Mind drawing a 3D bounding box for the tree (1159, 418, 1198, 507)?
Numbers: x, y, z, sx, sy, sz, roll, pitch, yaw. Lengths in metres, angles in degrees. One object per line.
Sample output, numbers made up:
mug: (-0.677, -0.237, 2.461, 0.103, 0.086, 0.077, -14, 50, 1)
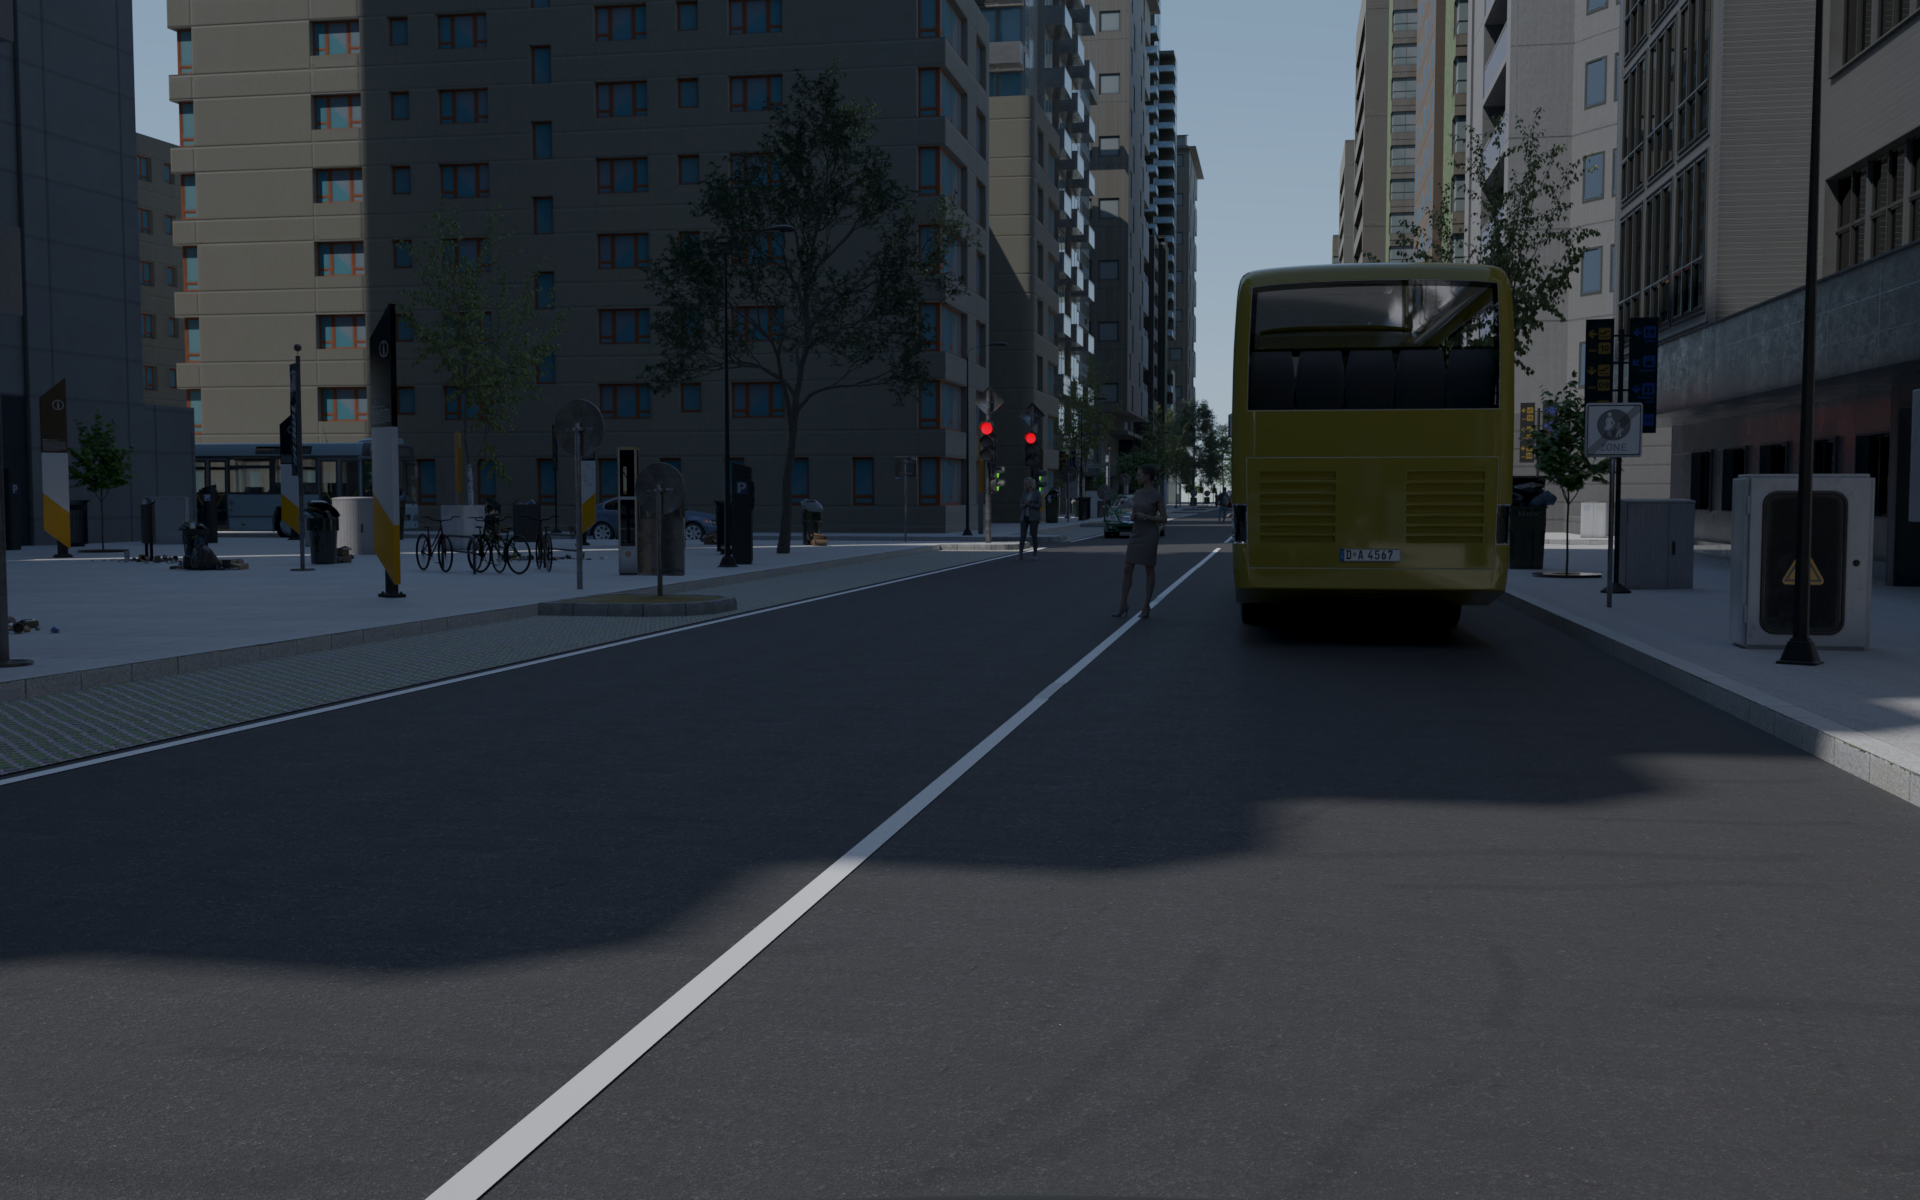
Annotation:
tree: (21.256, -13.265, 167.248, 4.360, 8.622, 3.978, 0, 3, 0)

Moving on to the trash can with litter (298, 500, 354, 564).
trash can with litter: (-11.677, -1.259, 31.974, 0.624, 1.170, 1.055, 1, 4, 9)

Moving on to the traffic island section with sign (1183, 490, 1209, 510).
traffic island section with sign: (20.486, -8.727, 151.315, 1.989, 1.847, 2.006, 1, 4, 11)

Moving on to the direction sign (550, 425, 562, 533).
direction sign: (-13.319, -3.978, 57.035, 0.379, 3.537, 0.876, 0, 4, -4)

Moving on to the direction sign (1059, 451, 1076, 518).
direction sign: (5.693, -6.099, 91.710, 0.876, 3.537, 0.379, 0, 4, -4)

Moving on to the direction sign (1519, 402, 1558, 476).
direction sign: (14.287, -3.109, 42.836, 0.876, 3.537, 0.379, 2, 4, 26)

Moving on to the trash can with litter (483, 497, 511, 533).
trash can with litter: (-15.231, -2.794, 57.077, 1.055, 1.170, 0.624, 2, 4, 32)

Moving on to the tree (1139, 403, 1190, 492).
tree: (16.288, -11.583, 139.739, 4.737, 8.622, 4.395, 0, 3, 0)

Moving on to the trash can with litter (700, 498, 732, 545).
trash can with litter: (-6.095, -1.979, 43.745, 1.055, 1.170, 0.624, 2, 4, 28)

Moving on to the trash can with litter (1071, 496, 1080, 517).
trash can with litter: (6.443, -5.100, 94.773, 0.624, 1.170, 1.055, 1, 4, 10)

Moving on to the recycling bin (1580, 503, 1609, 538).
recycling bin: (18.652, -2.344, 50.874, 0.722, 1.027, 0.722, 2, 4, 26)

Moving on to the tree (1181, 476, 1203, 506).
tree: (28.357, -13.277, 211.687, 1.663, 3.219, 1.824, 0, 3, 0)

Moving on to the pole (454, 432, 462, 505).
pole: (-16.480, -3.858, 56.921, 0.158, 3.312, 0.155, 0, 3, 0)

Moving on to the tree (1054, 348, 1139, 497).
tree: (6.212, -8.420, 88.023, 4.737, 8.622, 4.395, 0, 3, 0)

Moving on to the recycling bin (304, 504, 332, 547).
recycling bin: (-15.549, -1.827, 42.430, 0.722, 1.027, 0.722, 2, 4, 35)

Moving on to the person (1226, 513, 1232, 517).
person: (12.637, -3.951, 78.595, 0.738, 1.151, 1.012, -1, 4, -18)

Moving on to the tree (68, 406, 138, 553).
tree: (-19.030, -2.659, 38.081, 1.663, 3.219, 1.824, 0, 3, 0)

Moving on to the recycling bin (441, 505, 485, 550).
recycling bin: (-11.485, -1.681, 40.031, 0.722, 1.027, 0.722, 2, 4, 25)

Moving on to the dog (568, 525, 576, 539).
dog: (-11.402, -1.976, 51.601, 0.406, 0.507, 0.540, 1, 4, 10)

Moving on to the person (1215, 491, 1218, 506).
person: (27.204, -10.637, 183.143, 0.721, 1.736, 1.217, 2, 4, 29)

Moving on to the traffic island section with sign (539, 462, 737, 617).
traffic island section with sign: (-3.811, -0.761, 21.071, 1.989, 1.847, 2.006, 1, 4, 11)

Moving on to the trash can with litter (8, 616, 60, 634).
trash can with litter: (-9.139, -0.288, 15.763, 1.678, 1.210, 2.233, 0, 4, -6)

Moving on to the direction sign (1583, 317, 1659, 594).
direction sign: (8.514, -1.858, 22.376, 0.876, 3.537, 0.379, 2, 4, 23)

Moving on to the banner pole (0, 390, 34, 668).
banner pole: (-7.356, -1.403, 12.964, 0.863, 3.779, 0.401, 2, 4, 30)

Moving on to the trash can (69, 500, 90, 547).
trash can: (-21.627, -1.873, 42.279, 0.748, 1.137, 0.748, 0, 3, 0)

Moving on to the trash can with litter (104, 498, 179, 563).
trash can with litter: (-15.405, -1.329, 32.783, 1.678, 1.210, 2.233, -2, 4, -35)

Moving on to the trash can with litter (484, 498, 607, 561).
trash can with litter: (-8.042, -1.386, 33.718, 2.233, 1.210, 1.678, 0, 4, -6)

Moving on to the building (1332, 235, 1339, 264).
building: (65.426, -36.028, 272.644, 14.154, 41.232, 14.086, 1, 4, 11)

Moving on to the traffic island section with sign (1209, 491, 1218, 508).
traffic island section with sign: (25.432, -10.348, 177.814, 1.989, 1.847, 2.006, 1, 4, 11)

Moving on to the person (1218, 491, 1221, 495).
person: (32.147, -12.576, 214.208, 1.348, 1.812, 0.705, -3, 5, -40)

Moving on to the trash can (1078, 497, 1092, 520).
trash can: (6.212, -4.570, 86.369, 0.748, 1.137, 0.748, 0, 3, 0)

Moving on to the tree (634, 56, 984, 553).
tree: (-3.516, -6.273, 36.970, 7.601, 10.594, 8.767, 2, 4, 24)

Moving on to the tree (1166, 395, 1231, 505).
tree: (27.154, -17.396, 201.424, 9.611, 12.733, 9.660, 0, 3, 0)

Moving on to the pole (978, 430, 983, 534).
pole: (0.665, -3.765, 55.408, 0.158, 3.312, 0.155, 0, 3, 0)

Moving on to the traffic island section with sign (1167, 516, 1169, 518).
traffic island section with sign: (11.274, -5.704, 101.893, 1.989, 1.847, 2.006, 1, 4, 11)

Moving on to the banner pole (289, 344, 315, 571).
banner pole: (-11.156, -2.393, 29.143, 0.401, 3.779, 0.863, -2, 4, -33)

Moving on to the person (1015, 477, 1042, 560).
person: (1.524, -1.774, 37.681, 0.537, 1.800, 0.526, 2, 4, 35)

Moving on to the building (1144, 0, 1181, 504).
building: (18.582, -56.010, 228.433, 22.319, 86.520, 31.000, 1, 4, 11)

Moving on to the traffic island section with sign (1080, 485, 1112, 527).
traffic island section with sign: (6.301, -4.075, 75.248, 1.989, 1.847, 2.006, 1, 4, 11)

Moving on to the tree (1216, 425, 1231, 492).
tree: (42.926, -22.392, 284.227, 7.486, 12.596, 7.792, 0, 3, 0)

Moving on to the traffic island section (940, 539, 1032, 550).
traffic island section: (0.721, -1.411, 45.353, 2.009, 0.180, 2.903, 1, 4, 11)

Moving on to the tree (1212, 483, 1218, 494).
tree: (38.798, -16.512, 264.564, 1.663, 3.219, 1.824, 0, 3, 0)

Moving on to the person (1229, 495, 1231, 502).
person: (19.334, -6.946, 121.837, 0.659, 1.850, 0.755, 3, 4, 38)

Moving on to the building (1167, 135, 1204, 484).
building: (21.366, -40.993, 259.470, 28.713, 52.752, 27.495, 1, 4, 11)

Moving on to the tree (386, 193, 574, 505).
tree: (-12.083, -5.692, 43.420, 4.737, 8.622, 4.395, 0, 3, 0)

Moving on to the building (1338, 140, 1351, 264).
building: (60.012, -36.700, 223.753, 21.300, 48.544, 21.600, 1, 4, 11)

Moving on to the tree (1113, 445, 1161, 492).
tree: (11.875, -8.103, 116.195, 4.285, 4.588, 4.351, 0, 3, 0)

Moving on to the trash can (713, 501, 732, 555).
trash can: (-4.882, -1.544, 36.898, 0.748, 1.137, 0.748, 0, 3, 0)

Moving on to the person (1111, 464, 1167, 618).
person: (2.085, -0.687, 20.075, 0.599, 1.781, 0.374, 3, 5, 44)

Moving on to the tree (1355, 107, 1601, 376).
tree: (10.030, -5.059, 33.085, 4.737, 8.622, 4.395, 0, 3, 0)

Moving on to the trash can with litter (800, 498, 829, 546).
trash can with litter: (-3.566, -1.947, 43.218, 0.624, 1.170, 1.055, -2, 4, -28)

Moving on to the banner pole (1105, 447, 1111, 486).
banner pole: (7.976, -6.318, 93.314, 0.401, 3.779, 0.863, -1, 4, -16)

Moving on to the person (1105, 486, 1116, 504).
person: (6.898, -4.346, 79.808, 0.600, 1.795, 0.529, 0, 4, 8)

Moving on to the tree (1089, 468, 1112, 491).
tree: (10.187, -8.044, 126.120, 1.663, 3.219, 1.824, 0, 3, 0)

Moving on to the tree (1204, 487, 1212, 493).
tree: (31.627, -14.266, 227.847, 1.663, 3.219, 1.824, 0, 3, 0)

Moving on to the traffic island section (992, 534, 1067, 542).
traffic island section: (2.185, -1.891, 53.203, 2.009, 0.180, 2.903, 1, 4, 11)

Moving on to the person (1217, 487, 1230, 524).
person: (12.775, -4.599, 84.036, 0.623, 1.781, 0.721, 0, 4, 4)

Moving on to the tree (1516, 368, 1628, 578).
tree: (9.532, -1.963, 26.704, 1.663, 3.219, 1.824, 0, 3, 0)
